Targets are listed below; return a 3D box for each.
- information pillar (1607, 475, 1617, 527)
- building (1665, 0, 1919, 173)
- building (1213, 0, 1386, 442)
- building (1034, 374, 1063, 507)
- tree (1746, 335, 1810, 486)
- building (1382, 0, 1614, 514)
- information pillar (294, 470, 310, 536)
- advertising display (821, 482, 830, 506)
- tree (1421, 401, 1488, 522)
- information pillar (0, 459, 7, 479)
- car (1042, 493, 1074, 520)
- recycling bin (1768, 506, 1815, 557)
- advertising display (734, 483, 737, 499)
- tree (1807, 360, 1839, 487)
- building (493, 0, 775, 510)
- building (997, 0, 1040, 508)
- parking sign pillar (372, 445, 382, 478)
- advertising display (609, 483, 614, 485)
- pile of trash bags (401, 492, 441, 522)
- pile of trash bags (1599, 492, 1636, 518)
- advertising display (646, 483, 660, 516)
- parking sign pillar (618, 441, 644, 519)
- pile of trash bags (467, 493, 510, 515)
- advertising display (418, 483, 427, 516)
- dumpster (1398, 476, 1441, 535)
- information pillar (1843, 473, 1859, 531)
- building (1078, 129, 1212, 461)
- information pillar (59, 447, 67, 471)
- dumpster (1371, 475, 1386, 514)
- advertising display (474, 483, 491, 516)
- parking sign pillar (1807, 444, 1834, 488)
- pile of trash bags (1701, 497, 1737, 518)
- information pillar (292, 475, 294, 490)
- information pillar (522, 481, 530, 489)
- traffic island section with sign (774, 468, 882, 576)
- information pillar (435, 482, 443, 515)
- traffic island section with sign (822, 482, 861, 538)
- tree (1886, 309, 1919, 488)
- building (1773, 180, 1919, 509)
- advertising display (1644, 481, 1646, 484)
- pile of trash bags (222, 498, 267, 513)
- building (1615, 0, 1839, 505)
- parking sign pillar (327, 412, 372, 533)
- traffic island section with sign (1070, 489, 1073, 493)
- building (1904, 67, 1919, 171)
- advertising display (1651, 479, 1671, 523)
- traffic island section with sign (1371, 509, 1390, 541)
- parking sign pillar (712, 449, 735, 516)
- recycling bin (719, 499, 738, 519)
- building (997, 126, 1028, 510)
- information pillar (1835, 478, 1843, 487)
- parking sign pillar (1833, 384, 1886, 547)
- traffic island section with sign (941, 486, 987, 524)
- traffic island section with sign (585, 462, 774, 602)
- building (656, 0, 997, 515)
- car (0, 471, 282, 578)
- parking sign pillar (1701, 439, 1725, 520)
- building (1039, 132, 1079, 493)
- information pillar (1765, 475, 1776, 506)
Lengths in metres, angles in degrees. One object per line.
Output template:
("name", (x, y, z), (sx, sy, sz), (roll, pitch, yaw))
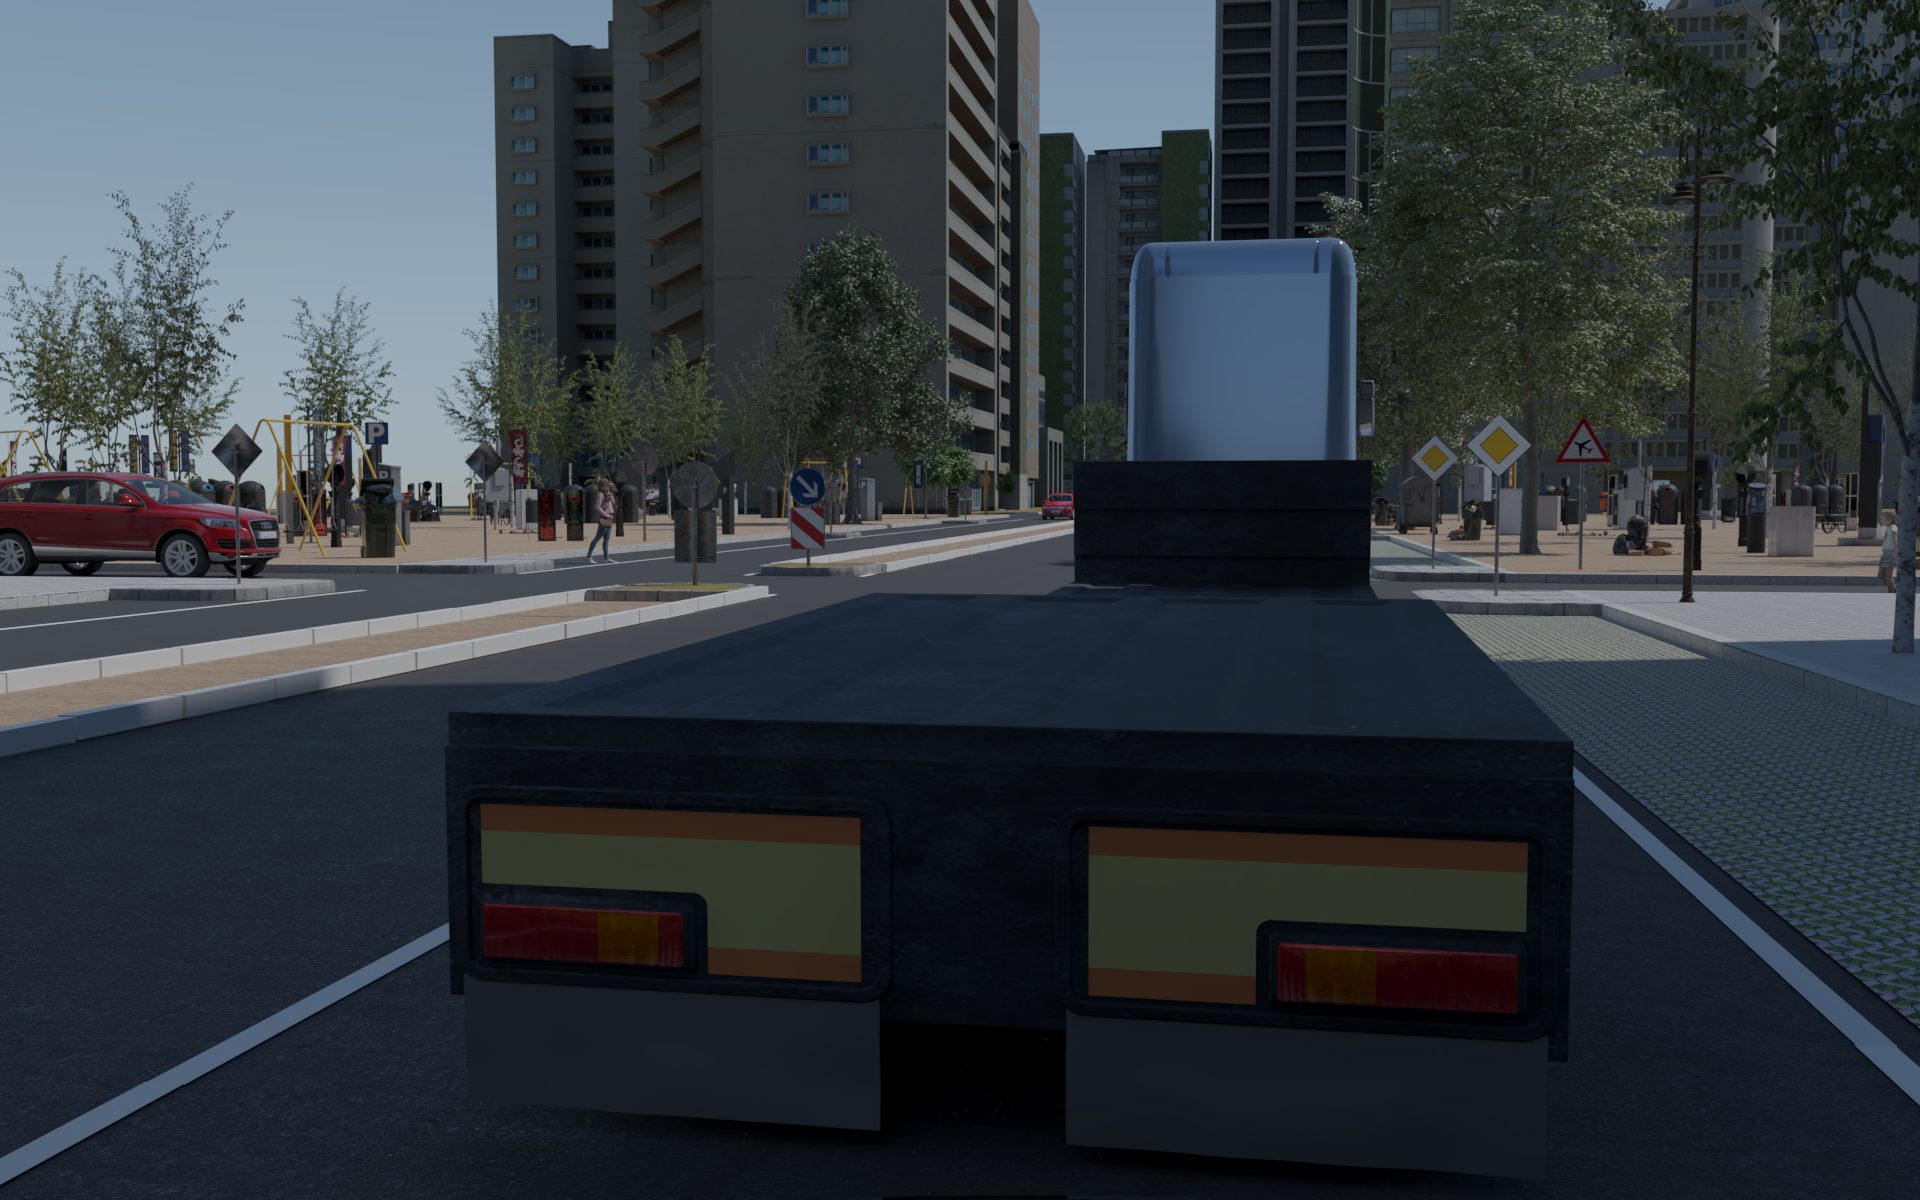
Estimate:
("information pillar", (25.351, -3.843, 67.320), (0.304, 2.012, 0.304), (2, 4, 26))
("building", (92.459, -39.521, 188.165), (28.212, 58.520, 21.231), (1, 4, 10))
("building", (39.497, -46.405, 196.971), (20.611, 71.187, 20.563), (1, 4, 10))
("building", (-6.522, -52.344, 168.503), (31.000, 86.520, 22.319), (1, 4, 10))
("tree", (27.728, -6.896, 63.118), (4.360, 8.622, 3.978), (0, 3, 0))
("building", (36.060, -26.609, 118.657), (14.154, 41.232, 14.086), (1, 4, 10))
("information pillar", (-20.248, -2.993, 53.426), (0.304, 2.012, 0.304), (-1, 4, -12))
("advertising display", (-7.427, -5.570, 96.290), (0.123, 1.923, 0.974), (-3, 4, -36))
("tree", (22.975, -7.946, 80.283), (4.360, 8.622, 3.978), (0, 3, 0))
("information pillar", (-63.847, -7.604, 115.688), (0.183, 3.616, 0.504), (2, 4, 24))
("car", (5.743, -5.415, 97.579), (2.155, 1.783, 4.494), (1, 4, 12))
("recycling bin", (17.129, -1.415, 35.686), (0.722, 1.027, 0.722), (1, 4, 10))
("advertising display", (-13.067, -5.730, 98.907), (0.123, 1.923, 0.974), (2, 4, 30))
("tree", (42.246, -8.187, 84.220), (4.360, 8.622, 3.978), (0, 3, 0))
("building", (-32.548, -33.743, 175.397), (21.600, 48.544, 21.300), (1, 4, 10))
("building", (-0.851, -30.621, 150.756), (14.600, 45.320, 14.200), (1, 4, 10))
("parking sign pillar", (-25.165, -5.243, 74.203), (1.447, 3.967, 1.447), (0, 4, 1))
("advertising display", (-19.234, -5.605, 96.857), (0.974, 1.923, 0.123), (-3, 4, -38))
("pile of trash bags", (-25.637, -4.259, 79.379), (1.912, 1.369, 3.447), (2, 4, 32))
("pile of trash bags", (36.388, -5.159, 94.107), (3.447, 1.369, 1.912), (0, 4, -7))
("advertising display", (-18.061, -5.894, 101.573), (0.974, 1.923, 0.123), (-3, 4, -39))
("parking sign pillar", (-16.738, -6.100, 88.199), (1.447, 3.967, 1.447), (-3, 4, -37))
("pile of trash bags", (-28.670, -5.825, 104.987), (3.447, 1.369, 1.912), (2, 4, 35))
("advertising display", (-30.861, -5.771, 99.563), (0.123, 1.923, 0.974), (0, 4, 8))
("dumpster", (14.750, -3.048, 55.589), (1.264, 1.857, 1.865), (1, 4, 10))
("information pillar", (31.103, -3.421, 60.424), (0.304, 2.012, 0.304), (0, 4, -2))
("building", (21.611, -31.473, 198.175), (14.086, 41.232, 14.154), (1, 4, 10))
("information pillar", (-44.757, -5.820, 86.507), (0.183, 3.616, 0.504), (1, 4, 12))
("dumpster", (19.269, -4.845, 81.712), (1.502, 2.255, 1.985), (1, 4, 10))
("advertising display", (-27.364, -5.754, 99.294), (0.974, 1.923, 0.123), (-3, 4, -36))
("parking sign pillar", (44.034, -6.119, 88.519), (1.447, 3.967, 1.447), (0, 4, 7))
("pile of trash bags", (41.963, -5.231, 95.272), (3.447, 1.369, 1.912), (-1, 4, -20))
("information pillar", (-25.129, -3.707, 65.094), (0.304, 2.012, 0.304), (2, 4, 33))
("information pillar", (-22.661, -5.263, 90.534), (0.304, 2.012, 0.304), (1, 4, 20))
("traffic island section with sign", (-2.569, -1.404, 31.100), (2.006, 1.907, 1.989), (1, 4, 10))
("information pillar", (-32.435, -6.319, 107.807), (0.304, 2.012, 0.304), (2, 4, 28))
("traffic island section with sign", (-4.337, -2.969, 57.167), (1.989, 1.847, 2.006), (1, 4, 10))
("tree", (36.380, -7.015, 65.061), (4.360, 8.622, 3.978), (0, 3, 0))
("building", (81.488, -23.720, 159.525), (14.107, 30.474, 14.160), (1, 4, 10))
("advertising display", (33.152, -4.771, 83.219), (0.123, 1.923, 0.974), (-1, 4, -15))
("pile of trash bags", (-39.355, -5.247, 95.536), (1.912, 1.369, 3.447), (-1, 4, -12))
("building", (47.685, -27.162, 135.972), (32.217, 40.220, 23.993), (1, 4, 10))
("parking sign pillar", (-20.488, -4.225, 57.551), (1.447, 3.967, 1.447), (-1, 4, -23))
("traffic island section with sign", (8.755, -7.611, 133.061), (1.989, 1.847, 2.006), (1, 4, 10))
("building", (95.574, -29.002, 157.780), (14.086, 41.232, 14.154), (1, 4, 10))
("advertising display", (30.840, -4.348, 76.299), (0.974, 1.923, 0.123), (-1, 4, -17))
("traffic island section with sign", (12.308, -2.766, 53.846), (1.989, 1.847, 2.006), (1, 4, 10))
("parking sign pillar", (-13.983, -6.976, 102.533), (1.447, 3.967, 1.447), (-2, 4, -24))
("recycling bin", (-11.753, -4.605, 87.852), (0.722, 1.027, 0.722), (1, 4, 22))
("building", (-2.477, -22.343, 137.002), (14.160, 30.474, 14.107), (1, 4, 10))
("information pillar", (40.820, -4.642, 80.385), (0.304, 2.012, 0.304), (0, 4, 0))
("parking sign pillar", (22.601, -3.330, 42.920), (1.447, 3.967, 1.447), (2, 4, 33))
("traffic island section with sign", (0.245, -4.593, 83.731), (1.989, 1.847, 2.006), (1, 4, 10))
("traffic island section with sign", (-3.839, -0.958, 23.802), (2.006, 1.907, 1.989), (1, 4, 10))
("building", (-9.555, -30.298, 119.078), (21.300, 48.544, 21.600), (1, 4, 10))
("car", (-14.286, -1.287, 29.710), (5.304, 1.827, 2.281), (1, 4, 9))
("parking sign pillar", (37.290, -5.956, 85.853), (1.447, 3.967, 1.447), (-3, 5, -43))
("building", (6.916, -31.584, 199.993), (14.086, 41.232, 14.154), (1, 4, 10))
("information pillar", (30.717, -3.744, 65.703), (0.304, 2.012, 0.304), (3, 5, 44))
